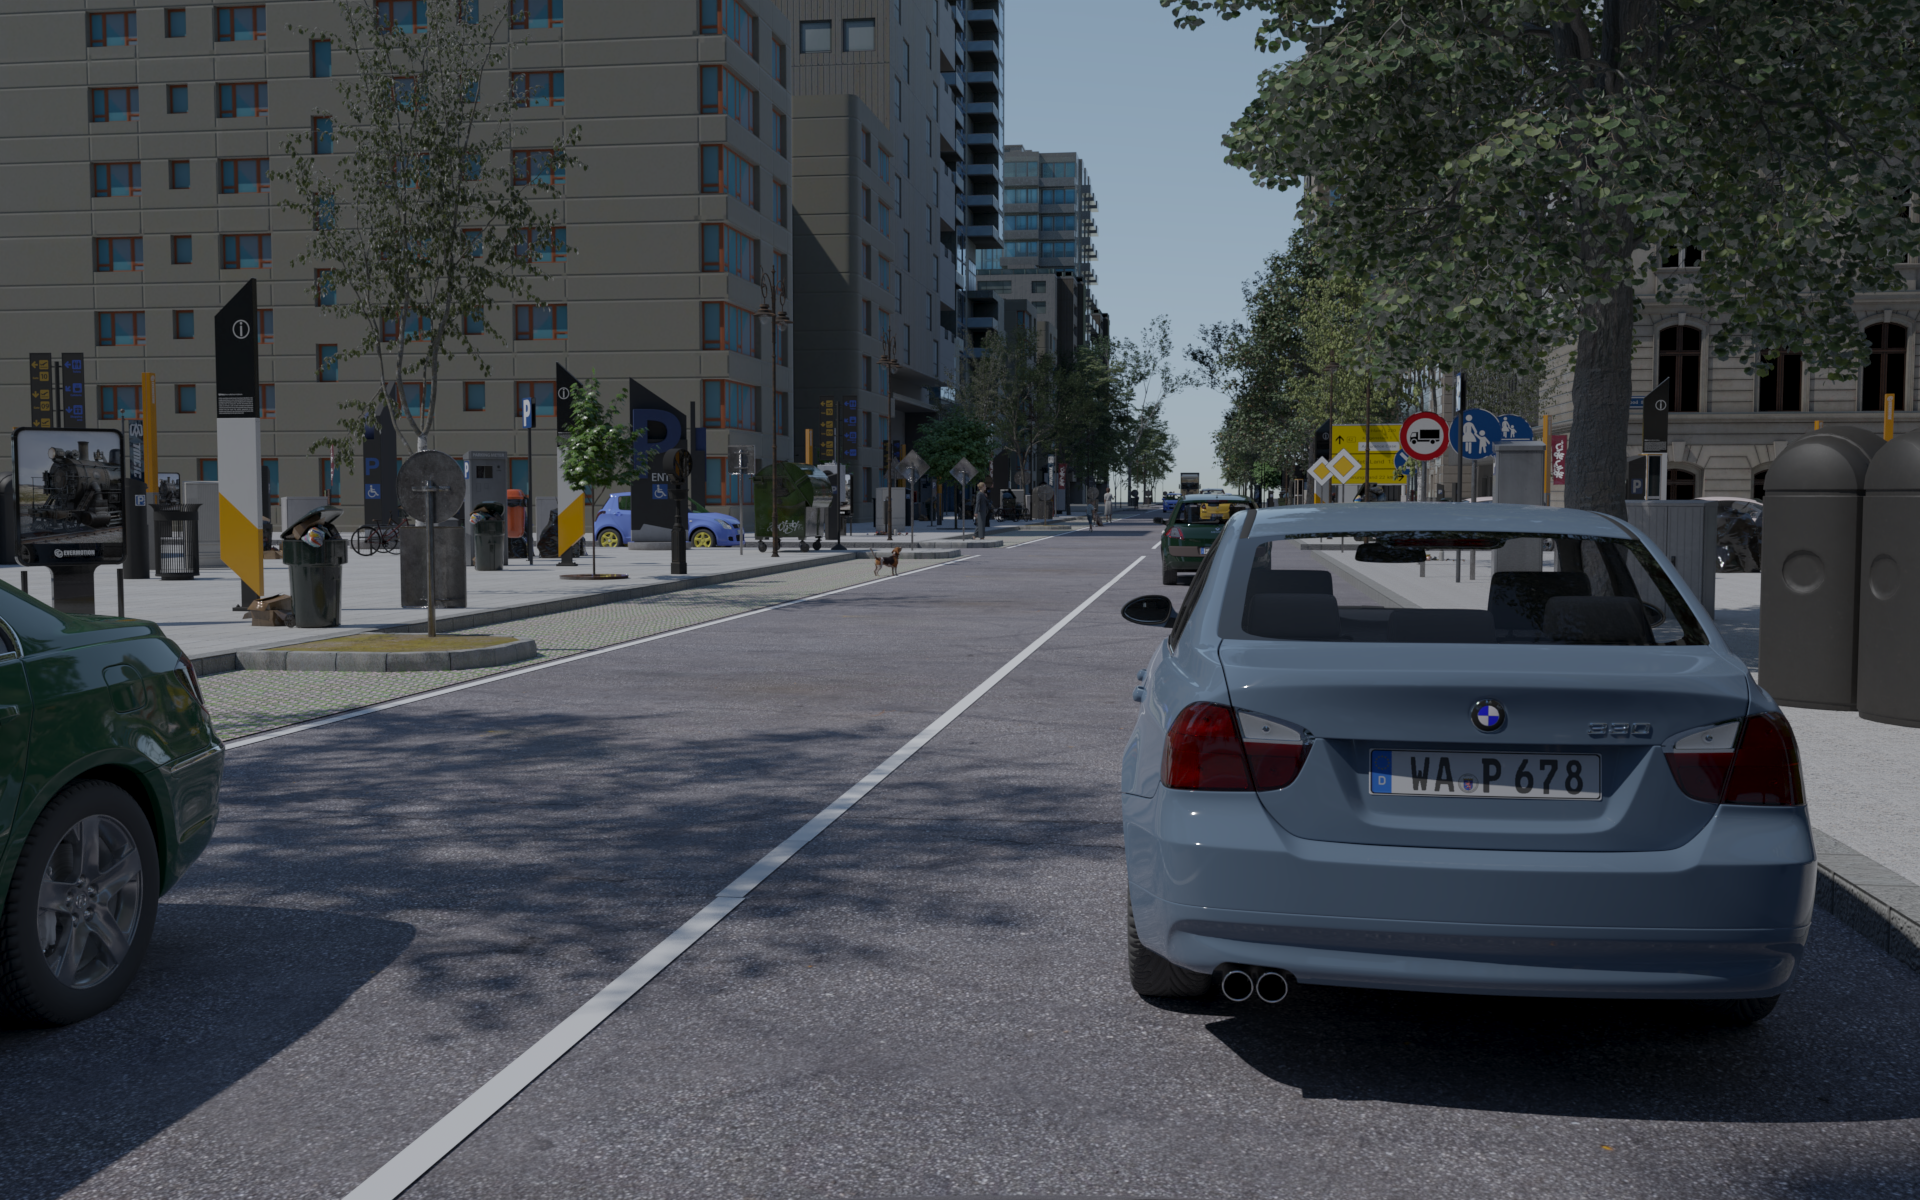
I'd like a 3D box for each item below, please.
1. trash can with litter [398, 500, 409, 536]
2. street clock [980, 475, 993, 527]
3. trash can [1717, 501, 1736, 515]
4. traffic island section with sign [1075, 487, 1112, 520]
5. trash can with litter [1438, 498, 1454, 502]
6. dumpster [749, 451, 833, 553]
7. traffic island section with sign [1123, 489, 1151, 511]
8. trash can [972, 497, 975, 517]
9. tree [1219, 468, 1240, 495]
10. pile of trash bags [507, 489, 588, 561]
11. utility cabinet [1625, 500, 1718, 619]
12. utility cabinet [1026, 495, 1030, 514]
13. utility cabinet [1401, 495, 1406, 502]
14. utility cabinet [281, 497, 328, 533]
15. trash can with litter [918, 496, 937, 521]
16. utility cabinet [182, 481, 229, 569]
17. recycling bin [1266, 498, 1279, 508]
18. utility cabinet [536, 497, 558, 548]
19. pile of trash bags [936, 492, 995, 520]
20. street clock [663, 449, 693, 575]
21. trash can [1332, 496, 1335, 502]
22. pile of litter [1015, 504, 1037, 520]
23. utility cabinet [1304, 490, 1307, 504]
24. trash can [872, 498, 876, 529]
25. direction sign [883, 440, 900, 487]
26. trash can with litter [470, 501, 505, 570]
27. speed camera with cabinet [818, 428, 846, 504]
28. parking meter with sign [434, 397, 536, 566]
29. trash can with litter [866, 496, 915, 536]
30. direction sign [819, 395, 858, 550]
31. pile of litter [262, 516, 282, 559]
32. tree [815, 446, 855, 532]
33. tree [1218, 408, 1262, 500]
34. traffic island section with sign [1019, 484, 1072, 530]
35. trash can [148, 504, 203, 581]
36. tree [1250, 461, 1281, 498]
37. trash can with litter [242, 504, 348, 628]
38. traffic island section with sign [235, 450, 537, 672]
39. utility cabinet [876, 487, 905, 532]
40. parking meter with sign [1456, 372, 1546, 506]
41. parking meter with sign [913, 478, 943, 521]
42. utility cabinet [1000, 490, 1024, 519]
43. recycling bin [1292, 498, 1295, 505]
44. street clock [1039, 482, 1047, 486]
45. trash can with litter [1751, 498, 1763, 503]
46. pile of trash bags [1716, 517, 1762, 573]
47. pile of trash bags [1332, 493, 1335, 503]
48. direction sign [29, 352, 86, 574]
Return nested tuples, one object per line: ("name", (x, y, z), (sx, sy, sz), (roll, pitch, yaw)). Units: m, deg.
("trash can with litter", (-16.482, -2.376, 50.234), (0.624, 1.170, 1.055), (3, 5, 42))
("street clock", (1.034, -3.836, 67.284), (0.471, 2.002, 0.358), (-3, 5, -40))
("trash can", (16.050, -1.537, 36.776), (0.748, 1.137, 0.748), (0, 3, 0))
("traffic island section with sign", (7.453, -5.375, 96.502), (1.989, 1.847, 2.006), (1, 4, 8))
("trash can with litter", (13.545, -2.303, 49.038), (0.624, 1.170, 1.055), (-1, 4, -11))
("dumpster", (-3.776, -2.209, 38.619), (1.502, 2.255, 1.985), (1, 4, 8))
("traffic island section with sign", (14.662, -8.320, 144.656), (1.989, 1.847, 2.006), (1, 4, 8))
("trash can", (1.018, -5.193, 96.551), (0.748, 1.137, 0.748), (0, 3, 0))
("tree", (43.986, -21.530, 270.140), (7.486, 12.596, 7.792), (0, 3, 0))
("pile of trash bags", (-8.559, -1.519, 34.590), (1.912, 1.369, 3.447), (0, 4, -2))
("utility cabinet", (7.303, -0.419, 18.016), (0.306, 1.237, 1.020), (-3, 5, -40))
("utility cabinet", (4.061, -5.137, 95.153), (1.020, 1.237, 0.306), (-2, 4, -25))
("utility cabinet", (21.085, -4.342, 82.159), (0.306, 1.237, 1.020), (-2, 4, -27))
("utility cabinet", (-15.475, -1.820, 40.913), (0.306, 1.237, 1.020), (3, 5, 42))
("trash can with litter", (-1.477, -4.304, 81.761), (0.624, 1.170, 1.055), (3, 5, 40))
("utility cabinet", (-12.621, -1.281, 29.622), (1.173, 1.500, 0.318), (-2, 4, -35))
("recycling bin", (18.636, -5.528, 102.940), (0.722, 1.027, 0.722), (0, 4, -3))
("utility cabinet", (-9.478, -1.818, 40.880), (1.020, 1.237, 0.306), (-1, 4, -15))
("pile of trash bags", (0.171, -4.753, 87.466), (3.447, 1.369, 1.912), (1, 4, 14))
("street clock", (-4.499, -1.413, 27.666), (0.358, 2.002, 0.471), (2, 4, 32))
("trash can", (23.122, -5.829, 106.964), (0.748, 1.137, 0.748), (0, 3, 0))
("pile of litter", (3.083, -4.455, 86.804), (1.719, 0.858, 1.176), (-1, 4, -13))
("utility cabinet", (19.750, -5.427, 97.408), (0.318, 1.500, 1.173), (3, 4, 37))
("trash can", (-2.887, -3.185, 63.733), (0.748, 1.137, 0.748), (0, 3, 0))
("direction sign", (-2.871, -4.937, 72.717), (0.876, 3.537, 0.379), (-3, 5, -41))
("trash can with litter", (-8.035, -1.089, 29.198), (0.624, 1.170, 1.055), (-2, 4, -26))
("speed camera with cabinet", (-4.475, -3.534, 52.117), (2.038, 3.252, 0.660), (2, 4, 24))
("parking meter with sign", (-8.512, -2.125, 31.008), (1.738, 3.016, 0.543), (-2, 4, -30))
("trash can with litter", (-2.091, -2.641, 54.235), (1.678, 1.210, 2.233), (1, 4, 8))
("direction sign", (-2.786, -2.921, 39.756), (0.876, 3.537, 0.379), (0, 4, 3))
("pile of litter", (-13.689, -1.249, 34.379), (1.719, 0.858, 1.176), (-3, 4, -37))
("tree", (-4.600, -3.965, 59.433), (1.663, 3.219, 1.824), (0, 3, 0))
("tree", (31.493, -15.864, 185.128), (9.928, 11.665, 9.643), (0, 3, 0))
("traffic island section with sign", (3.468, -3.739, 69.762), (1.989, 1.847, 2.006), (1, 4, 8))
("trash can", (-11.692, -0.868, 25.851), (0.748, 1.137, 0.748), (0, 3, 0))
("tree", (23.523, -8.987, 130.643), (4.285, 4.588, 4.351), (0, 3, 0))
("trash can with litter", (-6.456, -0.327, 16.727), (1.055, 1.170, 0.624), (1, 4, 18))
("traffic island section with sign", (-4.754, -0.378, 14.812), (1.989, 1.847, 2.006), (1, 4, 8))
("utility cabinet", (-2.328, -3.009, 57.872), (0.318, 1.500, 1.173), (3, 4, 38))
("parking meter with sign", (8.025, -1.748, 24.842), (1.738, 3.016, 0.543), (1, 4, 10))
("parking meter with sign", (-1.530, -5.387, 84.335), (1.738, 3.016, 0.543), (2, 4, 34))
("utility cabinet", (2.660, -4.885, 88.540), (1.173, 1.500, 0.318), (0, 4, 1))
("recycling bin", (20.377, -5.735, 106.317), (0.722, 1.027, 0.722), (-2, 4, -35))
("street clock", (4.787, -5.827, 99.837), (0.471, 2.002, 0.358), (-2, 4, -26))
("trash can with litter", (20.775, -2.023, 44.458), (0.624, 1.170, 1.055), (-2, 4, -28))
("pile of trash bags", (13.844, -1.149, 28.544), (3.447, 1.369, 1.912), (1, 4, 15))
("pile of trash bags", (26.005, -6.387, 114.171), (3.447, 1.369, 1.912), (-1, 4, -12))
("direction sign", (-14.450, -2.190, 27.802), (0.876, 3.537, 0.379), (0, 4, 3))
